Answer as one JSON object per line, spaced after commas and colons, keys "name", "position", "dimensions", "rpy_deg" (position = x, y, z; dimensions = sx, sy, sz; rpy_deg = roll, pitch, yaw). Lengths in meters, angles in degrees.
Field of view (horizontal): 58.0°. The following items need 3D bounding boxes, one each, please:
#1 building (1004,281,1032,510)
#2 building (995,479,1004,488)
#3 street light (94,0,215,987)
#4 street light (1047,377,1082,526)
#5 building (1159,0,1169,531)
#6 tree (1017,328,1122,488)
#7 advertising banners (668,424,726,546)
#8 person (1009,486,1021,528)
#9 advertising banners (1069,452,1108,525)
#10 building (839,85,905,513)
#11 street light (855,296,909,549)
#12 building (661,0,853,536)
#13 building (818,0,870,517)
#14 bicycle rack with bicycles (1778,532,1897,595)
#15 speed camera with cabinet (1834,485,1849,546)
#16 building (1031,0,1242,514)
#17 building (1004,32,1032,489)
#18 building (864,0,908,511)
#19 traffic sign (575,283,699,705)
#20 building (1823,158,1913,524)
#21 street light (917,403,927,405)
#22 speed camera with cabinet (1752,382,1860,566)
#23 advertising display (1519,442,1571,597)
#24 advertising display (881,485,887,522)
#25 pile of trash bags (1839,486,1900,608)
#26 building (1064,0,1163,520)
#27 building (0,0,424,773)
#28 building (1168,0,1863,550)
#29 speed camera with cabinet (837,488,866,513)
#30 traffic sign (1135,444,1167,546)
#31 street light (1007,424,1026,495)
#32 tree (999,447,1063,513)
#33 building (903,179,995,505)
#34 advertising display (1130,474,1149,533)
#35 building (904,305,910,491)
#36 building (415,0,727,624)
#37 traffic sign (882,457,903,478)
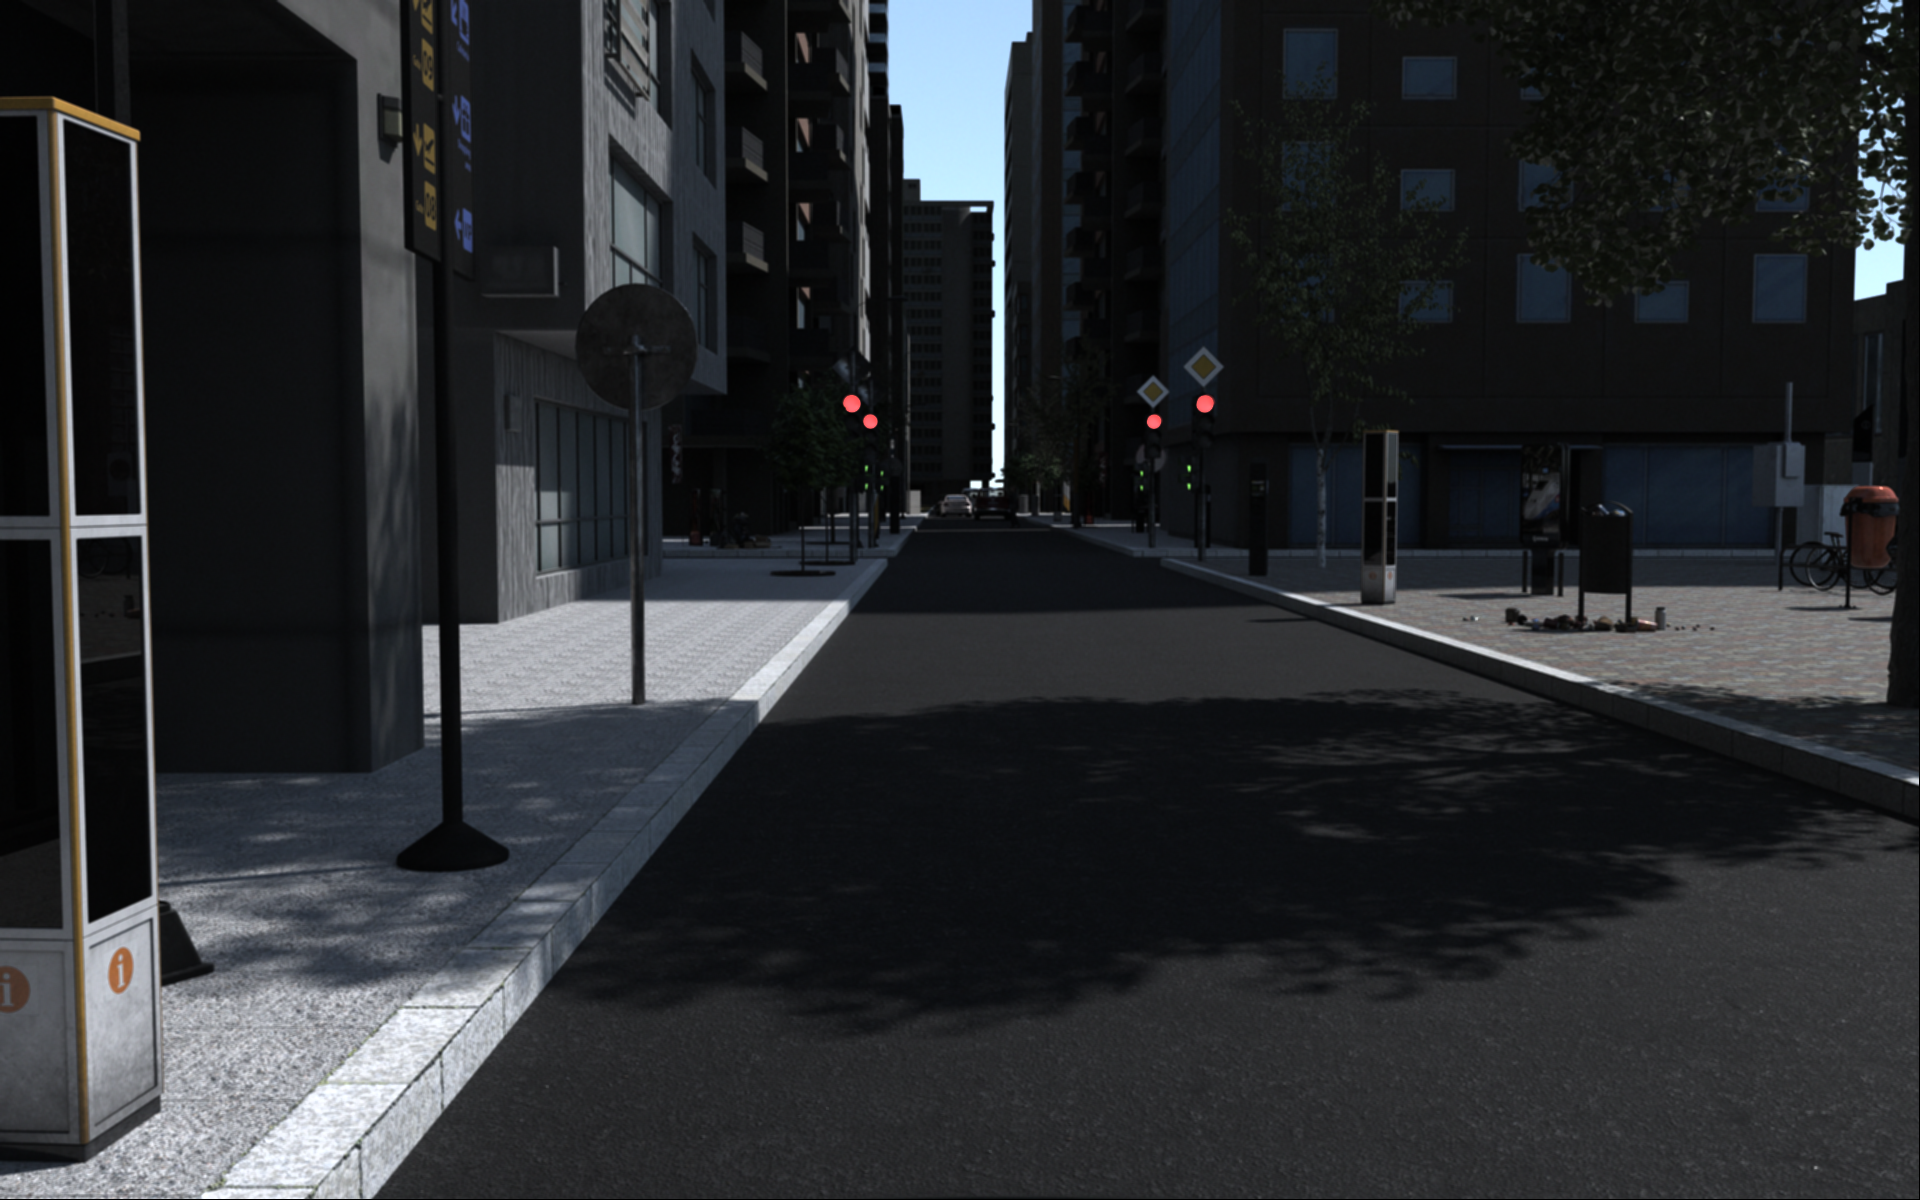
{"name": "building", "position": [18.294, -18.967, 155.148], "dimensions": [27.650, 21.520, 28.899], "rpy_deg": [0, 4, 0]}
{"name": "building", "position": [18.799, -34.026, 210.941], "dimensions": [28.867, 44.769, 22.147], "rpy_deg": [0, 4, 0]}
{"name": "street light", "position": [-1.643, -1.950, 4.423], "dimensions": [1.470, 5.913, 1.316], "rpy_deg": [0, 4, 0]}
{"name": "street light", "position": [4.156, -5.874, 68.585], "dimensions": [1.470, 5.913, 1.316], "rpy_deg": [0, 4, 0]}
{"name": "building", "position": [14.180, -17.845, 63.470], "dimensions": [14.160, 30.474, 14.107], "rpy_deg": [0, 4, 0]}
{"name": "tree", "position": [4.902, -7.691, 76.113], "dimensions": [4.737, 8.622, 4.395], "rpy_deg": [0, 3, 0]}
{"name": "advertising banners", "position": [-6.520, -2.851, 42.809], "dimensions": [2.074, 3.025, 0.090], "rpy_deg": [3, 5, 40]}
{"name": "person", "position": [2.283, -3.885, 72.445], "dimensions": [0.534, 1.772, 0.576], "rpy_deg": [0, 4, -4]}
{"name": "advertising banners", "position": [5.365, -4.644, 72.118], "dimensions": [2.074, 3.025, 0.090], "rpy_deg": [3, 5, 44]}
{"name": "building", "position": [-11.162, -21.481, 122.908], "dimensions": [14.160, 30.474, 14.107], "rpy_deg": [0, 4, 0]}
{"name": "street light", "position": [-1.901, -4.173, 40.774], "dimensions": [1.470, 5.913, 1.316], "rpy_deg": [0, 4, 0]}
{"name": "building", "position": [-15.496, -25.047, 64.148], "dimensions": [22.147, 44.769, 28.867], "rpy_deg": [0, 4, 0]}
{"name": "building", "position": [-19.123, -31.239, 99.990], "dimensions": [28.713, 52.752, 27.495], "rpy_deg": [0, 4, 0]}
{"name": "bicycle rack with bicycles", "position": [12.131, -0.575, 22.789], "dimensions": [2.852, 0.926, 2.925], "rpy_deg": [-2, 4, -25]}
{"name": "speed camera with cabinet", "position": [22.431, -2.908, 41.878], "dimensions": [2.038, 3.252, 0.660], "rpy_deg": [0, 4, 4]}
{"name": "building", "position": [12.746, -29.506, 132.537], "dimensions": [14.600, 45.320, 14.200], "rpy_deg": [0, 4, 0]}
{"name": "building", "position": [15.590, -33.994, 179.505], "dimensions": [21.300, 48.544, 21.600], "rpy_deg": [0, 4, 0]}
{"name": "building", "position": [-15.473, -50.834, 143.814], "dimensions": [22.319, 86.520, 31.000], "rpy_deg": [0, 4, 0]}
{"name": "traffic sign", "position": [-1.964, -0.636, 10.501], "dimensions": [0.768, 2.556, 0.104], "rpy_deg": [0, 4, 7]}
{"name": "building", "position": [43.767, -45.032, 48.945], "dimensions": [31.000, 86.520, 22.319], "rpy_deg": [0, 4, 0]}
{"name": "street light", "position": [-2.376, -7.063, 88.025], "dimensions": [1.470, 5.913, 1.316], "rpy_deg": [0, 4, 0]}
{"name": "speed camera with cabinet", "position": [15.262, -2.255, 31.203], "dimensions": [2.038, 3.252, 0.660], "rpy_deg": [-1, 4, -21]}
{"name": "advertising display", "position": [7.431, -1.029, 22.045], "dimensions": [0.123, 1.923, 0.974], "rpy_deg": [-1, 4, -12]}
{"name": "advertising display", "position": [-3.506, -4.553, 79.649], "dimensions": [0.123, 1.923, 0.974], "rpy_deg": [-1, 4, -11]}
{"name": "pile of trash bags", "position": [10.581, -0.519, 18.231], "dimensions": [1.912, 1.369, 3.447], "rpy_deg": [-1, 4, -13]}
{"name": "building", "position": [17.010, -26.781, 92.490], "dimensions": [22.147, 44.769, 28.867], "rpy_deg": [0, 4, 0]}
{"name": "building", "position": [-12.875, -34.479, 1.990], "dimensions": [20.563, 71.187, 20.611], "rpy_deg": [0, 4, 0]}
{"name": "building", "position": [13.207, -24.166, 45.230], "dimensions": [14.200, 45.320, 14.600], "rpy_deg": [0, 4, 0]}
{"name": "speed camera with cabinet", "position": [-7.336, -7.450, 116.143], "dimensions": [2.038, 3.252, 0.660], "rpy_deg": [1, 4, 10]}
{"name": "traffic sign", "position": [4.655, -2.583, 42.340], "dimensions": [0.768, 2.556, 0.104], "rpy_deg": [0, 4, 1]}
{"name": "street light", "position": [3.815, -8.702, 114.823], "dimensions": [1.470, 5.913, 1.316], "rpy_deg": [0, 4, 0]}
{"name": "tree", "position": [4.479, -8.573, 123.881], "dimensions": [4.285, 4.588, 4.351], "rpy_deg": [0, 3, 0]}
{"name": "building", "position": [-7.674, -32.069, 216.210], "dimensions": [23.993, 40.220, 32.217], "rpy_deg": [0, 4, 0]}
{"name": "advertising display", "position": [5.965, -3.187, 57.315], "dimensions": [0.123, 1.923, 0.974], "rpy_deg": [3, 5, 40]}
{"name": "building", "position": [-19.919, -20.348, 177.722], "dimensions": [28.899, 21.520, 27.650], "rpy_deg": [0, 4, 0]}
{"name": "building", "position": [-10.603, -20.737, 22.646], "dimensions": [14.086, 41.232, 14.154], "rpy_deg": [0, 4, 0]}
{"name": "traffic sign", "position": [-2.347, -3.639, 59.601], "dimensions": [0.768, 2.556, 0.104], "rpy_deg": [0, 4, 0]}
